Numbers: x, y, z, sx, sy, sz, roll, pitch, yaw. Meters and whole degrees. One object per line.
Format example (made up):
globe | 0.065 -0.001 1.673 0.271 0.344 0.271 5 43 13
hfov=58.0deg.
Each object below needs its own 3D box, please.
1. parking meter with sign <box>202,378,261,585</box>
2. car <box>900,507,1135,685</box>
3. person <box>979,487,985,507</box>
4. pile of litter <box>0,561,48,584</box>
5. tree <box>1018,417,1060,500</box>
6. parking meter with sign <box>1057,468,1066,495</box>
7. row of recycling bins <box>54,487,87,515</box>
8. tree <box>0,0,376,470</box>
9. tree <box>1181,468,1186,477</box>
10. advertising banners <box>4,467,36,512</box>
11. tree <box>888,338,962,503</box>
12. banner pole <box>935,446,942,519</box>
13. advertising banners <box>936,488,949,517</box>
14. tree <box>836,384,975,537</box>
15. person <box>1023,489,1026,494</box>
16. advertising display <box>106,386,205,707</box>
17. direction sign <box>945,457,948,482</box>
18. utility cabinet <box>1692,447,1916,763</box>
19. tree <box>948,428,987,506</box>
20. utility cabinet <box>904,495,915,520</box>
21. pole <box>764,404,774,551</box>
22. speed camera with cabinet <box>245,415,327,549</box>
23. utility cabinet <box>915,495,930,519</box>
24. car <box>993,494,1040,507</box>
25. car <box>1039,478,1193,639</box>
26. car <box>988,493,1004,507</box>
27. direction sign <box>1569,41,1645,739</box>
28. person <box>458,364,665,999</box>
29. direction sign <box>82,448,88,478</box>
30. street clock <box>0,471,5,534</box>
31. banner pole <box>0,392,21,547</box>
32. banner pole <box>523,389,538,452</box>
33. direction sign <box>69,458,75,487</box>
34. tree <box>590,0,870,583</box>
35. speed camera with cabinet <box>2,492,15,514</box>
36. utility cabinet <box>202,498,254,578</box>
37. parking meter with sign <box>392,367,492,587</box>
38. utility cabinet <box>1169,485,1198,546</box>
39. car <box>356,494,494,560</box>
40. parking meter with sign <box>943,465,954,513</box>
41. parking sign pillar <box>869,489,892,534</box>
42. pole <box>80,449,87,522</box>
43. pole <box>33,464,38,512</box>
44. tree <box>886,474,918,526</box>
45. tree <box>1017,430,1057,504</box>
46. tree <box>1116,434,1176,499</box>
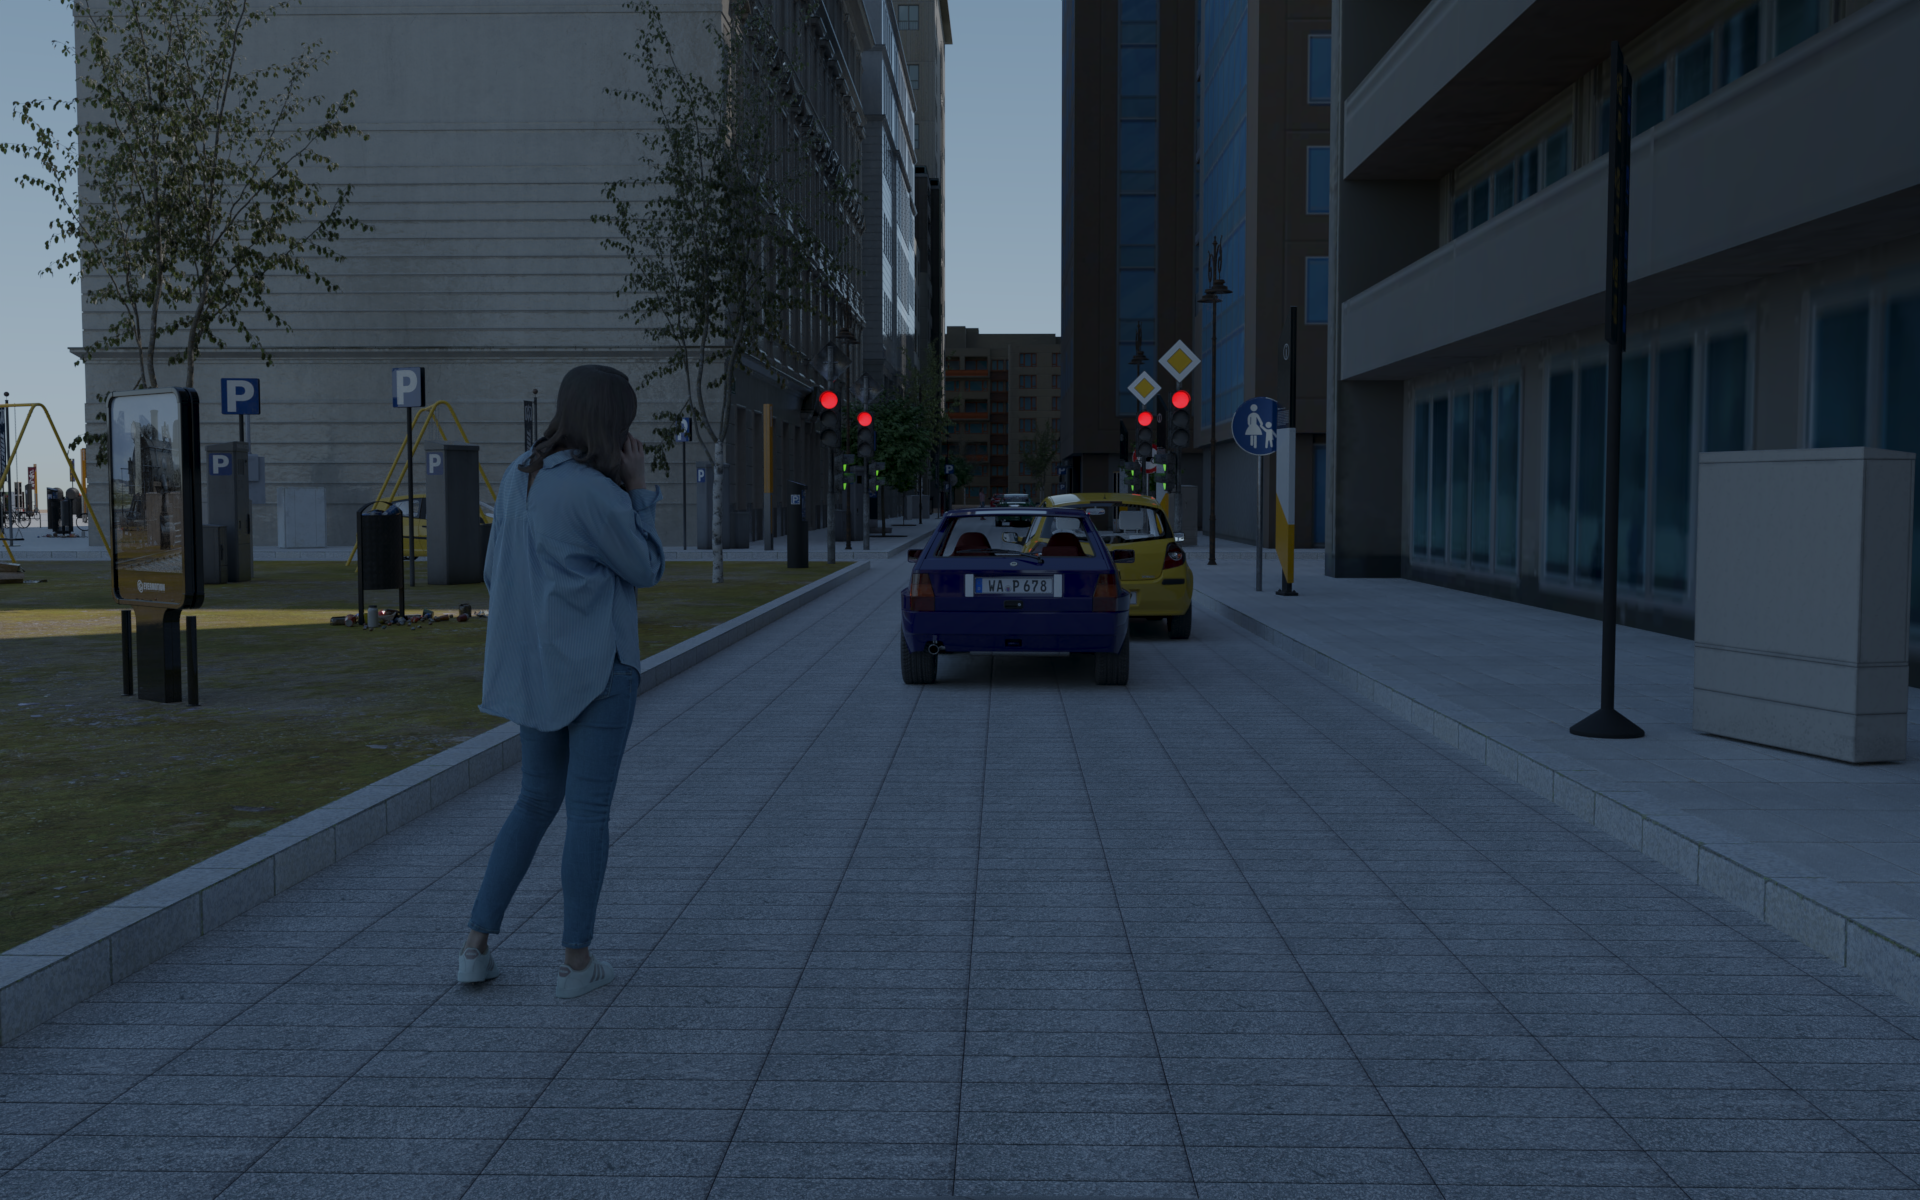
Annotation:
parking meter with sign | -10.716 -1.775 25.282 0.543 3.016 1.738 0 4 -6
car | 0.492 -0.108 14.348 1.945 1.354 3.894 0 4 3
person | 1.229 -5.321 95.510 0.388 1.821 0.555 0 4 6
pile of litter | -13.927 -0.658 24.718 1.719 0.858 1.176 -2 4 -35
tree | 7.746 -13.167 165.639 4.737 8.622 4.395 0 3 0
parking meter with sign | 6.183 -6.653 105.039 0.543 3.016 1.738 0 4 2
row of recycling bins | -54.409 -6.124 107.247 3.534 1.692 1.069 -1 4 -19
tree | -9.147 -4.280 20.338 4.360 8.622 3.978 0 3 0
tree | 6.389 -3.715 55.349 1.663 3.219 1.824 0 3 0
advertising banners | -59.832 -6.972 110.184 0.090 3.025 2.074 3 5 44
tree | -1.894 -8.066 82.243 4.737 8.622 4.395 0 3 0
banner pole | -1.181 -6.107 89.858 0.401 3.779 0.863 -1 4 -15
advertising banners | -1.012 -6.294 99.095 0.090 3.025 2.074 1 4 21
tree | -2.267 -4.170 51.890 4.285 4.588 4.351 0 3 0
person | 4.968 -7.723 134.710 0.705 1.831 1.348 0 4 -7
advertising display | -4.974 -0.336 10.709 0.974 1.923 0.123 3 5 40
direction sign | -0.834 -6.934 105.372 0.379 3.537 0.876 -1 4 -9
utility cabinet | 4.212 -0.001 8.698 0.318 1.500 1.173 -1 4 -14
tree | 0.755 -14.794 192.250 4.360 8.622 3.978 0 3 0
utility cabinet | -2.606 -4.595 86.295 0.306 1.237 1.020 -1 4 -12
pole | -4.343 -2.779 39.279 0.158 3.312 0.155 0 3 0
speed camera with cabinet | -15.944 -2.822 40.477 2.038 3.252 0.660 -3 4 -37
utility cabinet | -2.100 -4.849 90.443 1.020 1.237 0.306 2 4 26
car | 2.515 -4.006 77.303 2.131 1.459 4.920 0 4 3
car | 1.463 -0.508 18.535 2.015 1.641 3.980 0 4 1
car | 3.442 -8.428 146.836 2.155 1.783 4.494 0 3 0
direction sign | 3.455 -1.049 9.145 0.379 3.537 0.876 2 4 25
person | -1.161 0.232 4.967 0.793 1.790 0.793 0 4 5
direction sign | -42.604 -5.693 85.075 0.876 3.537 0.379 -1 4 -14
street clock | -30.662 -3.100 55.258 0.471 2.002 0.358 3 4 38
banner pole | -23.440 -3.213 42.545 0.863 3.779 0.401 3 5 44
banner pole | -10.140 -3.121 41.047 0.401 3.779 0.863 1 4 11
direction sign | -56.539 -7.239 110.356 0.379 3.537 0.876 -1 4 -9
tree | -3.441 -4.566 25.013 4.360 8.622 3.978 0 3 0
speed camera with cabinet | -62.174 -7.214 112.286 2.038 3.252 0.660 -2 4 -29
utility cabinet | -11.375 -0.937 26.478 1.020 1.237 0.306 0 4 -4
parking meter with sign | -7.194 -1.736 24.645 0.543 3.016 1.738 2 4 29
utility cabinet | 5.330 -2.051 42.213 0.318 1.500 1.173 3 5 44
car | -10.365 -1.565 35.814 3.980 1.641 2.015 0 4 3
parking meter with sign | -0.742 -6.551 103.373 0.543 3.016 1.738 0 4 -7
parking sign pillar | -2.951 -4.183 56.863 1.447 3.967 1.447 0 4 -6
pole | -39.584 -5.162 78.234 0.158 3.312 0.155 0 3 0
pole | -62.330 -7.520 116.794 0.158 3.312 0.155 0 3 0
tree | -2.405 -4.596 69.752 1.663 3.219 1.824 0 3 0
tree | 8.744 -14.800 192.336 4.360 8.622 3.978 0 3 0
tree | 5.690 -3.571 52.993 1.663 3.219 1.824 0 3 0
